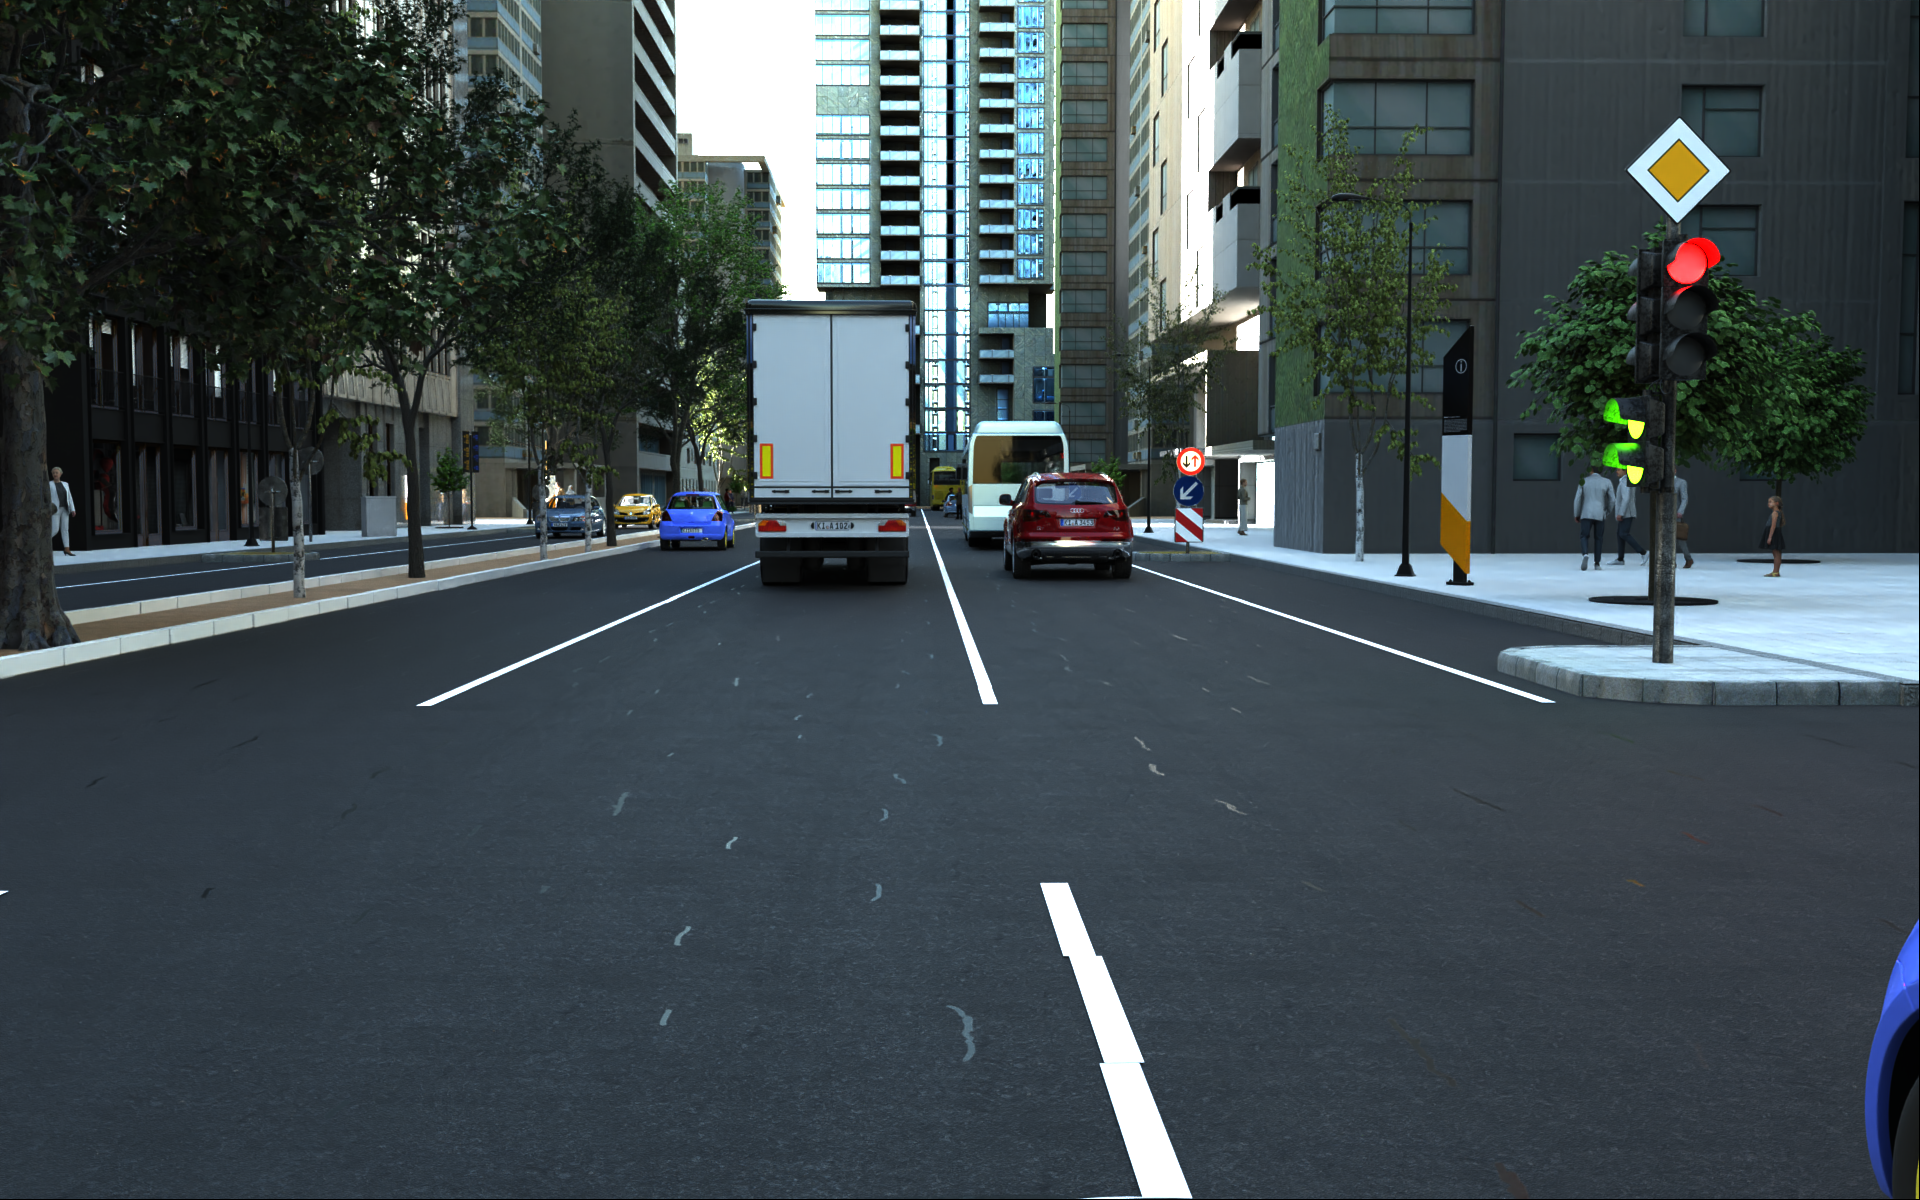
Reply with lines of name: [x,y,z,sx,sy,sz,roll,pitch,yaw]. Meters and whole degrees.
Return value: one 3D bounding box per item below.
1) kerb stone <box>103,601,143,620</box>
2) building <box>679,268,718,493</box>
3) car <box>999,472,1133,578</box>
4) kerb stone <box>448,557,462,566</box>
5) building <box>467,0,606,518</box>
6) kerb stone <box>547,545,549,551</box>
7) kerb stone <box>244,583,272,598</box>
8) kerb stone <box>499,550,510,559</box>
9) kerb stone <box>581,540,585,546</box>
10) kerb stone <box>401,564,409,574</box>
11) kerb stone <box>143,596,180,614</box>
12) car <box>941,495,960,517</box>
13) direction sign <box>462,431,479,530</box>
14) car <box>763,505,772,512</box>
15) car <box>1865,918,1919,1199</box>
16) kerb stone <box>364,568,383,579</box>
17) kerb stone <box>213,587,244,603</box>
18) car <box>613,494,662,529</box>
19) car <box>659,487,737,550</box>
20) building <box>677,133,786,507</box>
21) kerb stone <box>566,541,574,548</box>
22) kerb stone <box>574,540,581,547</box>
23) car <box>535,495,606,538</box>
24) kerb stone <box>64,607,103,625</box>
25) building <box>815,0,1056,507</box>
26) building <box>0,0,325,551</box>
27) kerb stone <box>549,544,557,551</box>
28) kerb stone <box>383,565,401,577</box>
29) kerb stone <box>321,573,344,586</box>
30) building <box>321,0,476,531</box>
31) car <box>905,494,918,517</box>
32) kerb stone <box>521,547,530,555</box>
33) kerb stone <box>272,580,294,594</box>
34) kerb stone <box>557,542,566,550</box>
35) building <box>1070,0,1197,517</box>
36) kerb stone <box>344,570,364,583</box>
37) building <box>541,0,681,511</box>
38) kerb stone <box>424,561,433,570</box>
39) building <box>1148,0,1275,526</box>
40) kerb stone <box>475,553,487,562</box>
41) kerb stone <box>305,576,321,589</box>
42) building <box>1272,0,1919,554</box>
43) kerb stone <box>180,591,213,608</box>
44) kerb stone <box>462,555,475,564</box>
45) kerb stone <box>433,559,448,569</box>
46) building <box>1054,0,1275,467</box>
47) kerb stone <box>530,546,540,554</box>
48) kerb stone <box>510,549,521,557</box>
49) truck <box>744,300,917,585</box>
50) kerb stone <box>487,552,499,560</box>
kerb stone: [-9.763,0.139,20.020,0.120,0.150,1.000,0,4,-1]
building: [-36.791,-18.528,147.972,28.899,21.520,27.650,0,4,-1]
car: [1.870,-1.365,30.996,2.281,1.827,5.304,0,4,-1]
kerb stone: [-10.128,-0.744,34.358,0.120,0.150,1.000,0,4,-1]
building: [-37.429,-24.906,99.097,32.217,40.220,23.993,0,4,-1]
kerb stone: [-10.334,-1.245,42.556,0.120,0.150,1.000,0,4,-1]
kerb stone: [-9.867,-0.116,24.110,0.120,0.150,1.000,0,4,-1]
kerb stone: [-10.221,-0.995,38.462,0.120,0.150,1.000,0,4,-1]
kerb stone: [-10.470,-1.560,47.703,0.120,0.150,1.000,0,4,-1]
kerb stone: [-10.039,-0.550,31.283,0.120,0.150,1.000,0,4,-1]
kerb stone: [-9.784,0.071,21.041,0.120,0.150,1.000,0,4,-1]
car: [-0.138,-5.828,107.296,2.014,1.417,4.499,0,4,-1]
direction sign: [-17.631,-4.311,62.477,0.379,3.537,0.876,1,4,21]
car: [-15.061,-7.992,140.449,2.009,1.686,4.222,0,4,-2]
car: [2.417,0.493,1.526,1.945,1.707,3.694,0,4,-1]
kerb stone: [-9.993,-0.431,29.238,0.120,0.150,1.000,0,4,-1]
kerb stone: [-9.842,-0.054,23.088,0.120,0.150,1.000,0,4,-1]
car: [-13.571,-3.825,72.756,2.015,1.641,3.980,0,4,-3]
car: [-6.846,-2.186,45.340,1.945,1.707,3.694,0,4,-3]
building: [-31.699,-30.396,188.858,23.993,40.220,32.217,0,4,-1]
kerb stone: [-10.409,-1.434,45.645,0.120,0.150,1.000,0,4,-1]
kerb stone: [-10.435,-1.497,46.669,0.120,0.150,1.000,0,4,-1]
car: [-12.913,-2.791,57.628,2.014,1.417,4.499,0,4,-2]
kerb stone: [-9.725,0.196,18.996,0.120,0.150,1.000,0,4,-1]
building: [-3.269,-53.209,182.631,31.000,86.520,22.319,0,4,-1]
building: [-26.039,-13.236,46.082,12.332,23.373,15.834,0,4,-1]
kerb stone: [-10.363,-1.308,43.589,0.120,0.150,1.000,0,4,-1]
kerb stone: [-10.018,-0.490,30.260,0.120,0.150,1.000,0,4,-1]
kerb stone: [-9.941,-0.305,27.189,0.120,0.150,1.000,0,4,-1]
building: [-26.636,-15.037,63.879,12.078,24.808,19.932,0,4,-1]
car: [-3.852,-6.312,111.880,2.281,1.827,5.304,0,4,-1]
kerb stone: [-10.287,-1.120,40.512,0.120,0.150,1.000,0,4,-1]
kerb stone: [-9.890,-0.172,25.133,0.120,0.150,1.000,0,4,-1]
kerb stone: [-10.373,-1.371,44.612,0.120,0.150,1.000,0,4,-1]
building: [23.163,-25.221,104.252,32.217,40.220,23.993,0,4,-1]
kerb stone: [-9.967,-0.367,28.212,0.120,0.150,1.000,0,4,-1]
building: [-32.016,-30.484,122.116,21.300,48.544,21.600,0,4,-1]
kerb stone: [-10.075,-0.619,32.309,0.120,0.150,1.000,0,4,-1]
building: [22.968,-29.502,71.604,28.713,52.752,27.495,0,4,-1]
kerb stone: [-10.177,-0.869,36.410,0.120,0.150,1.000,0,4,-1]
kerb stone: [-9.915,-0.240,26.154,0.120,0.150,1.000,0,4,-1]
building: [14.645,-21.982,43.000,14.154,41.232,14.086,0,4,-1]
kerb stone: [-9.811,0.008,22.067,0.120,0.150,1.000,0,4,-1]
kerb stone: [-10.148,-0.803,35.380,0.120,0.150,1.000,0,4,-1]
kerb stone: [-10.097,-0.678,33.336,0.120,0.150,1.000,0,4,-1]
building: [13.639,-26.908,123.547,14.154,41.232,14.086,0,4,-1]
kerb stone: [-10.308,-1.183,41.534,0.120,0.150,1.000,0,4,-1]
kerb stone: [-10.253,-1.058,39.489,0.120,0.150,1.000,0,4,-1]
truck: [-2.176,-2.552,30.647,2.839,4.237,11.283,0,4,-3]
kerb stone: [-10.203,-0.932,37.440,0.120,0.150,1.000,0,4,-1]
